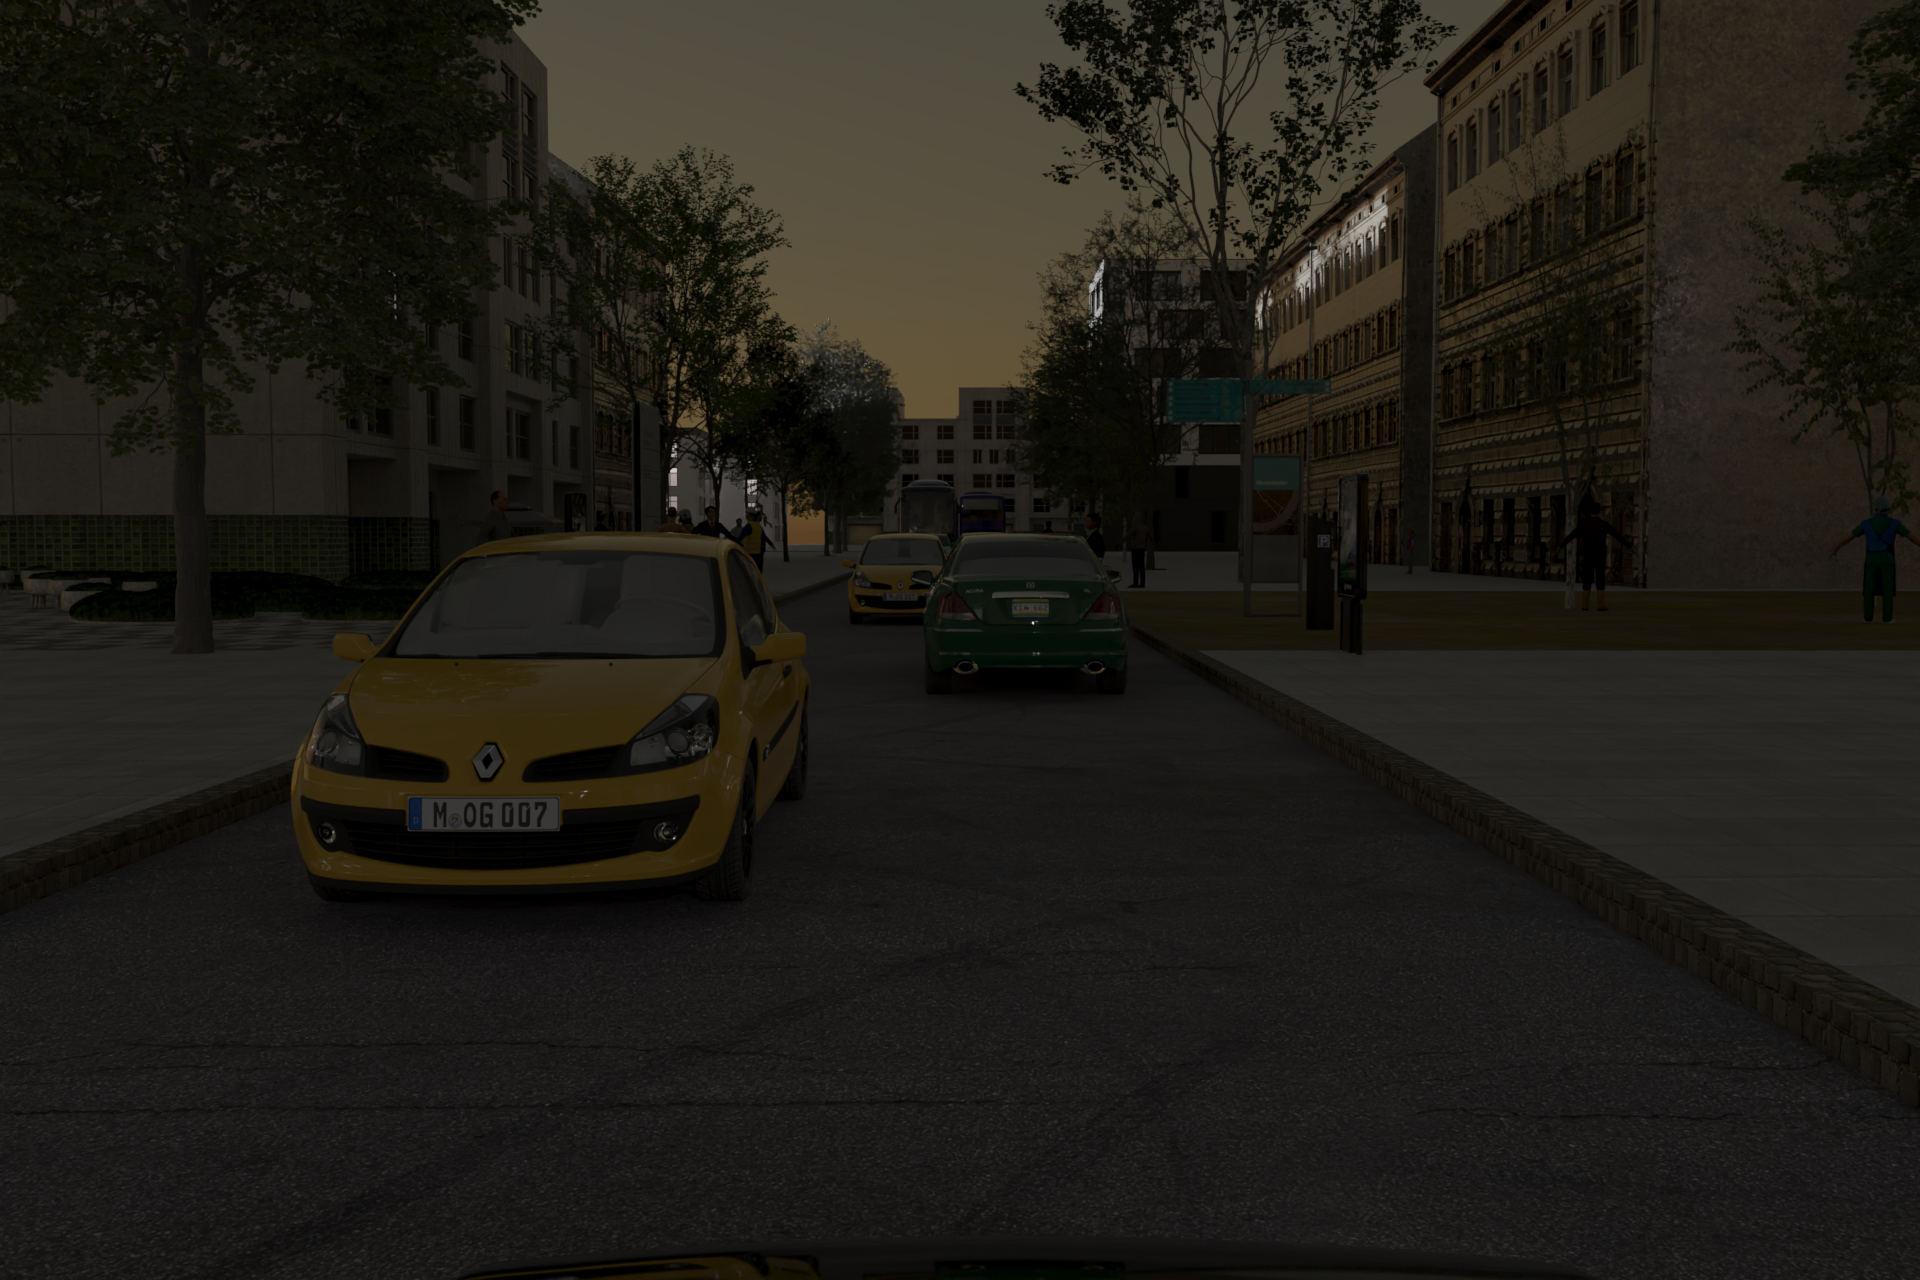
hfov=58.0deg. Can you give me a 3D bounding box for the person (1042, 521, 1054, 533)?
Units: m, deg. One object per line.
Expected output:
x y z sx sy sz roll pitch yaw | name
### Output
3.089 -3.182 58.752 0.721 1.740 1.216 -3 4 -36 | person

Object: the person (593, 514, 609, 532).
-9.748 -2.532 47.340 1.347 1.837 0.705 3 5 44 | person

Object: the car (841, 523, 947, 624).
-0.929 -1.140 28.856 2.015 1.641 3.980 0 3 0 | car

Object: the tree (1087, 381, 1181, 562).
7.694 -7.827 78.328 4.737 8.622 4.395 0 3 0 | tree

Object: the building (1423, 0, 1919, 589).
25.228 -13.340 49.036 19.493 23.208 18.063 0 4 0 | building

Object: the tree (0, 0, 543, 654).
-8.141 -6.154 18.739 7.486 12.596 7.792 0 3 0 | tree

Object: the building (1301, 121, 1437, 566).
26.826 -15.100 77.816 19.493 23.208 18.063 0 4 0 | building

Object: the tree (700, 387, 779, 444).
-26.622 -21.899 213.938 12.611 20.169 13.585 0 3 0 | tree

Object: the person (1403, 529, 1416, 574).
14.409 -2.840 55.693 0.599 1.433 0.991 0 4 2 | person

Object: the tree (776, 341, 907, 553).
-8.063 -12.724 114.692 9.857 13.997 8.962 0 3 0 | tree

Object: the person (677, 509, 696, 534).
-6.296 -2.068 39.584 0.705 1.858 1.354 0 4 -2 | person

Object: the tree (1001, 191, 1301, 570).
6.813 -9.255 61.697 12.009 13.543 11.850 0 3 0 | tree

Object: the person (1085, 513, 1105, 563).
1.872 -1.002 25.558 0.721 1.740 1.216 -1 4 -16 | person

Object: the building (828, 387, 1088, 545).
0.008 -21.192 215.399 31.486 18.905 16.747 0 4 1 | building

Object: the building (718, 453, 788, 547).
-22.277 -14.523 179.603 9.099 9.664 28.070 0 4 0 | building

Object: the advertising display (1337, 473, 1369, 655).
4.247 -0.829 18.761 0.123 1.923 0.974 0 4 1 | advertising display

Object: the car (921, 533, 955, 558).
-1.126 -3.667 68.755 1.959 1.807 4.718 0 3 0 | car

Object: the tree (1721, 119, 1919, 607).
15.764 -4.875 30.064 4.737 8.622 4.395 0 3 0 | tree

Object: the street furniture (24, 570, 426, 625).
-11.798 -0.778 28.343 5.734 0.657 10.072 -3 4 -38 | street furniture

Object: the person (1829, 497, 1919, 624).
13.190 -1.143 24.820 1.347 1.817 0.704 2 4 35 | person

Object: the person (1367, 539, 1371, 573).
13.217 -3.073 56.706 0.721 1.772 1.216 0 4 -4 | person

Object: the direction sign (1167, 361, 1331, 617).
4.449 -2.290 26.211 2.525 3.948 1.411 0 4 0 | direction sign

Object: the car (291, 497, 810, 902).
-1.667 0.138 7.968 2.015 1.641 3.980 0 4 0 | car

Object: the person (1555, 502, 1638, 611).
10.625 -1.397 28.984 1.346 1.812 0.704 2 4 32 | person

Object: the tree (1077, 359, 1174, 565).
7.076 -7.403 71.405 4.737 8.622 4.395 0 3 0 | tree

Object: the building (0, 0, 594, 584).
-24.003 -11.701 57.770 16.747 18.905 31.486 0 3 0 | building

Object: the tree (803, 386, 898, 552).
-8.324 -12.675 125.365 7.486 12.596 7.792 0 3 0 | tree

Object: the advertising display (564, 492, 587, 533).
-5.969 -1.329 26.938 0.123 1.923 0.974 0 4 1 | advertising display

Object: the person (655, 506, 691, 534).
-4.702 -1.328 28.523 1.217 1.733 0.721 1 4 8 | person

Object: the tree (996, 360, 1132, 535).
7.367 -12.478 114.389 12.009 13.543 11.850 0 3 0 | tree

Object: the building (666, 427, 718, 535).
-25.409 -12.725 150.202 9.099 9.664 28.070 0 4 -1 | building

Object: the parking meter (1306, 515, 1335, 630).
4.842 -0.908 23.252 0.372 1.533 0.369 0 3 0 | parking meter

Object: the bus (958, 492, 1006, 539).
1.099 -6.601 99.475 2.896 3.916 12.251 0 4 -1 | bus

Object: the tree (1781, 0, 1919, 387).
13.749 -6.227 19.939 7.486 12.596 7.792 0 3 0 | tree

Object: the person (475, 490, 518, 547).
-5.430 -0.872 20.529 0.705 1.796 1.348 1 4 14 | person

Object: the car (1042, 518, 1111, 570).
0.993 -0.740 22.324 2.015 1.641 3.980 0 4 0 | car

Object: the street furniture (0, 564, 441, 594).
-16.738 -1.407 38.625 10.072 0.657 5.734 0 4 2 | street furniture

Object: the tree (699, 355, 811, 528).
-8.347 -7.334 70.273 4.737 8.622 4.395 0 3 0 | tree

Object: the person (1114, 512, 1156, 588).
4.230 -2.150 41.286 1.348 1.813 0.705 -3 5 -40 | person

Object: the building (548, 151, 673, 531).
-25.290 -15.542 85.036 19.493 23.208 18.063 0 4 1 | building

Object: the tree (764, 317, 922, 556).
-7.745 -11.545 99.131 12.009 13.543 11.850 0 3 0 | tree

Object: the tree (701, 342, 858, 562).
-8.328 -8.872 79.463 7.601 10.594 8.767 -2 4 -24 | tree

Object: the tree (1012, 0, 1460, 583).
6.095 -11.560 44.890 12.611 20.169 13.585 0 3 0 | tree

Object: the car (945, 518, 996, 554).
0.635 -1.935 40.426 1.959 1.807 4.718 0 4 -1 | car

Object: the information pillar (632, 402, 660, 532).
-5.745 -2.475 31.776 0.184 3.620 1.656 0 4 2 | information pillar

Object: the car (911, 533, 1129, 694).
0.574 -0.313 16.918 2.131 1.459 4.920 0 4 -1 | car

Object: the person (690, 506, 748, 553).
-4.589 -1.579 32.010 1.347 1.806 0.705 -2 4 -27 | person

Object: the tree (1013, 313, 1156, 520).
6.479 -10.492 89.672 7.486 12.596 7.792 0 3 0 | tree

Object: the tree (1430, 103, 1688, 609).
10.663 -4.849 29.649 4.360 8.622 3.978 0 3 0 | tree

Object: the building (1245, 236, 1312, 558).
27.173 -16.278 97.069 19.493 23.208 18.063 0 4 0 | building

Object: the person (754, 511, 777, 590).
-4.558 -2.016 39.188 0.704 1.802 1.346 -2 4 -33 | person

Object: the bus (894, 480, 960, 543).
-1.399 -5.538 82.086 2.896 3.916 12.251 0 4 0 | bus

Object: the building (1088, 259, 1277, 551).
24.539 -18.419 145.121 27.936 21.610 32.646 0 3 0 | building

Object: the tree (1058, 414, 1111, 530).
7.428 -9.108 99.274 4.737 8.622 4.395 0 3 0 | tree

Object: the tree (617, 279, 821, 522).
-8.169 -7.669 59.796 8.767 10.594 7.601 3 4 39 | tree

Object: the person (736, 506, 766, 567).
-4.191 -1.750 34.575 0.705 1.833 1.349 2 4 25 | person

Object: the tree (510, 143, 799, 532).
-8.263 -7.431 47.257 9.928 11.665 9.643 0 3 0 | tree

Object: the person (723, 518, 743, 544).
-7.276 -3.117 57.148 1.347 1.806 0.705 -1 4 -13 | person
